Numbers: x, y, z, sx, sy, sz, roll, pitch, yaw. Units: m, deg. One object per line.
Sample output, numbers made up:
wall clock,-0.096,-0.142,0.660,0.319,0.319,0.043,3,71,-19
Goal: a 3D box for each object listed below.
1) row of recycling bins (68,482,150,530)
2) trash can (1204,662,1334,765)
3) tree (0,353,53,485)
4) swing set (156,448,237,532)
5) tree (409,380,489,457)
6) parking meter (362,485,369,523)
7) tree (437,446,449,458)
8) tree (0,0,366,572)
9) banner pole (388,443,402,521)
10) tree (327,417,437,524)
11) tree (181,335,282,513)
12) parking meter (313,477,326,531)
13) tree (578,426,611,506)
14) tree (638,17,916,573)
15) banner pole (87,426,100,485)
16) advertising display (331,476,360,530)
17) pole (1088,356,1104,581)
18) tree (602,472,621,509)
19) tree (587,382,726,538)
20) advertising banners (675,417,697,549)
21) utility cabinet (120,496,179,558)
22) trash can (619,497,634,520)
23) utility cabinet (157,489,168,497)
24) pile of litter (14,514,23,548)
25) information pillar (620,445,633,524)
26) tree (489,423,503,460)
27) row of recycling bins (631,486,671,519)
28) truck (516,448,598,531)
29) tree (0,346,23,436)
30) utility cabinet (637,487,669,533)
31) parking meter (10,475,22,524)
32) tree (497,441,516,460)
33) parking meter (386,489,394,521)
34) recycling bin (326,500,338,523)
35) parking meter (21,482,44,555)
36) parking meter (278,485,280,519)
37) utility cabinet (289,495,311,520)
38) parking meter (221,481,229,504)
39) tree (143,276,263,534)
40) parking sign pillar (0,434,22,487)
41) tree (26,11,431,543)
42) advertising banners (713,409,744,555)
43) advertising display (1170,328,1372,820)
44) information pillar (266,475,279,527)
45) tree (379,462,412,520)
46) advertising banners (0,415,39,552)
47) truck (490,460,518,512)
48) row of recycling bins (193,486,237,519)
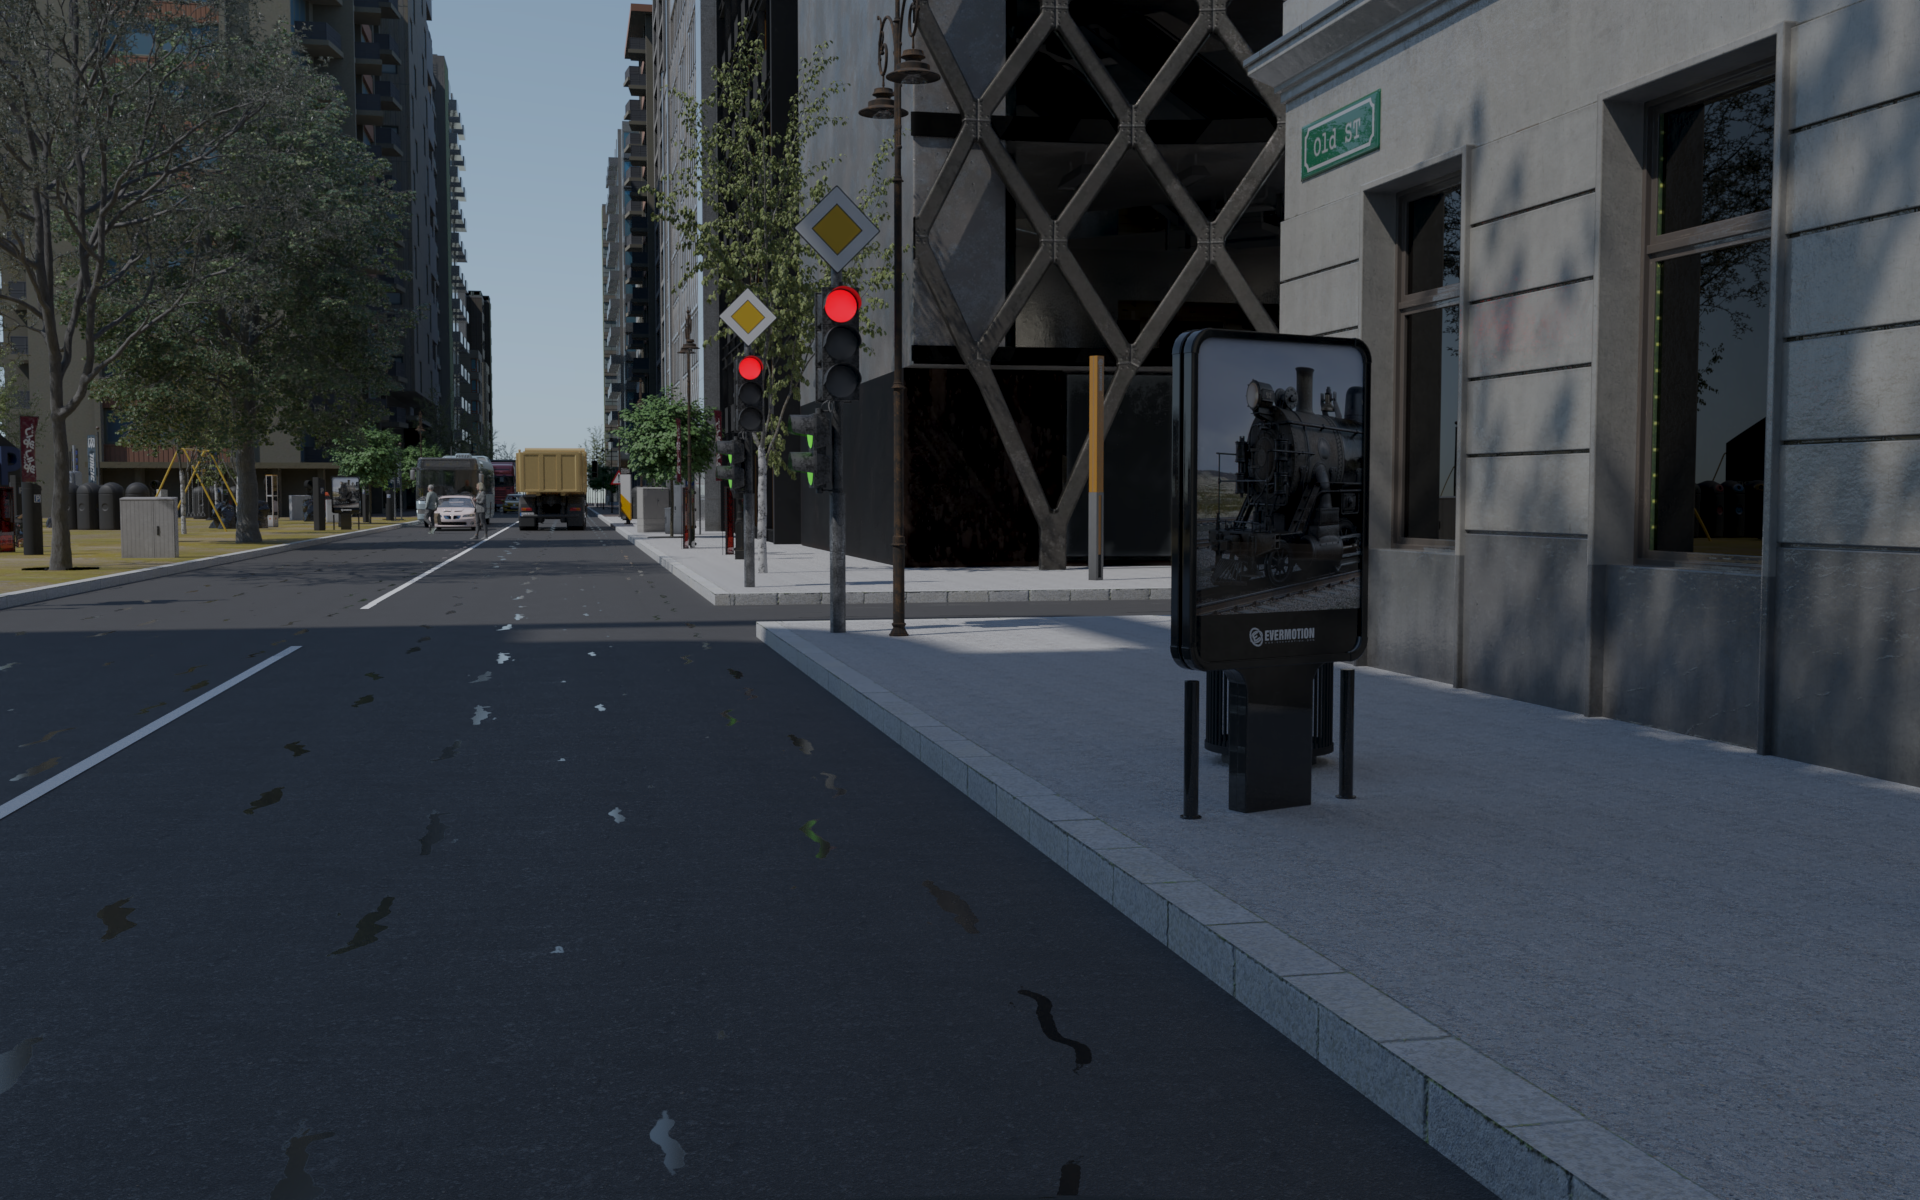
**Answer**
row of recycling bins,-30.585,-3.346,61.825,3.534,1.692,1.069,1,4,10
trash can,1.482,0.206,8.284,0.748,1.137,0.748,0,3,0
tree,-47.726,-8.347,86.835,4.360,8.622,3.978,0,3,0
swing set,-26.567,-3.832,60.270,2.862,2.851,3.119,0,4,-7
tree,-33.482,-9.918,112.515,4.360,8.622,3.978,0,3,0
parking meter,-26.791,-4.433,78.188,0.255,1.863,0.399,-3,5,-41
tree,-31.235,-7.181,101.125,4.285,4.588,4.351,0,3,0
tree,-15.024,-7.247,28.863,12.009,13.543,11.850,0,3,0
banner pole,-27.517,-5.779,84.508,0.863,3.779,0.401,-2,4,-32
tree,-25.422,-5.539,74.280,4.285,4.588,4.351,0,3,0
tree,-30.157,-7.447,72.122,4.737,8.622,4.395,0,3,0
parking meter,-22.442,-3.362,60.676,0.255,1.863,0.399,1,4,14
tree,-38.419,-14.154,181.786,4.737,8.622,4.395,0,3,0
tree,-2.973,-4.743,27.912,4.737,8.622,4.395,0,3,0
banner pole,-32.114,-4.544,64.313,0.863,3.779,0.401,2,4,29
advertising display,-22.025,-3.480,62.112,0.974,1.923,0.123,-1,4,-13
pole,2.021,-1.947,25.676,0.158,3.312,0.155,0,3,0
tree,-29.467,-9.371,147.810,1.663,3.219,1.824,0,3,0
tree,-8.548,-4.102,50.782,4.285,4.588,4.351,0,3,0
advertising banners,-6.441,-2.720,40.655,0.090,3.025,2.074,0,4,3
utility cabinet,-16.289,-1.446,34.808,1.020,1.237,0.306,-1,4,-10
trash can,-16.258,-4.458,84.547,0.748,1.137,0.748,0,3,0
utility cabinet,-37.781,-4.489,82.077,0.318,1.500,1.173,-2,4,-34
pile of litter,-22.894,-1.704,41.824,1.176,0.858,1.719,0,4,0
information pillar,-14.168,-5.024,73.504,0.504,3.616,0.183,1,4,22
tree,-46.961,-13.437,170.064,4.360,8.622,3.978,0,3,0
row of recycling bins,-15.658,-4.921,87.567,1.069,1.692,3.534,-2,4,-35
truck,-16.739,-4.622,71.490,3.469,3.379,9.791,-1,4,-11
tree,-43.979,-7.662,75.631,4.737,8.622,4.395,0,3,0
utility cabinet,-10.133,-2.969,57.224,0.318,1.500,1.173,2,4,35
parking meter,-29.345,-2.953,53.992,0.255,1.863,0.399,1,4,17
tree,-63.126,-17.864,242.437,4.737,8.622,4.395,0,3,0
parking meter,-27.627,-4.618,83.912,0.372,1.533,0.369,0,3,0
recycling bin,-28.106,-3.995,77.872,0.722,1.027,0.722,-1,4,-17
parking meter,-19.531,-1.716,36.470,0.372,1.533,0.369,0,3,0
parking meter,-35.743,-5.180,90.410,0.255,1.863,0.399,3,5,39
utility cabinet,-32.516,-4.539,85.377,0.306,1.237,1.020,3,5,40
parking meter,-33.544,-4.486,79.061,0.255,1.863,0.399,-2,4,-33
tree,-24.657,-6.419,55.310,4.360,8.622,3.978,0,3,0
parking sign pillar,-38.860,-5.033,70.761,1.447,3.967,1.447,1,4,18
tree,-18.961,-8.490,45.460,9.857,13.997,8.962,0,3,0
advertising banners,-4.877,-2.477,36.687,0.090,3.025,2.074,1,4,11
advertising display,1.270,-0.111,7.032,0.974,1.923,0.123,-2,4,-32
information pillar,-26.522,-3.810,66.785,0.304,2.012,0.304,1,4,17
tree,-28.051,-5.570,85.668,1.663,3.219,1.824,0,3,0
advertising banners,-21.055,-2.562,38.073,0.090,3.025,2.074,1,4,19
truck,-37.784,-9.409,142.751,2.839,4.237,11.283,-1,4,-13
row of recycling bins,-38.460,-5.057,89.795,1.069,1.692,3.534,1,4,14
